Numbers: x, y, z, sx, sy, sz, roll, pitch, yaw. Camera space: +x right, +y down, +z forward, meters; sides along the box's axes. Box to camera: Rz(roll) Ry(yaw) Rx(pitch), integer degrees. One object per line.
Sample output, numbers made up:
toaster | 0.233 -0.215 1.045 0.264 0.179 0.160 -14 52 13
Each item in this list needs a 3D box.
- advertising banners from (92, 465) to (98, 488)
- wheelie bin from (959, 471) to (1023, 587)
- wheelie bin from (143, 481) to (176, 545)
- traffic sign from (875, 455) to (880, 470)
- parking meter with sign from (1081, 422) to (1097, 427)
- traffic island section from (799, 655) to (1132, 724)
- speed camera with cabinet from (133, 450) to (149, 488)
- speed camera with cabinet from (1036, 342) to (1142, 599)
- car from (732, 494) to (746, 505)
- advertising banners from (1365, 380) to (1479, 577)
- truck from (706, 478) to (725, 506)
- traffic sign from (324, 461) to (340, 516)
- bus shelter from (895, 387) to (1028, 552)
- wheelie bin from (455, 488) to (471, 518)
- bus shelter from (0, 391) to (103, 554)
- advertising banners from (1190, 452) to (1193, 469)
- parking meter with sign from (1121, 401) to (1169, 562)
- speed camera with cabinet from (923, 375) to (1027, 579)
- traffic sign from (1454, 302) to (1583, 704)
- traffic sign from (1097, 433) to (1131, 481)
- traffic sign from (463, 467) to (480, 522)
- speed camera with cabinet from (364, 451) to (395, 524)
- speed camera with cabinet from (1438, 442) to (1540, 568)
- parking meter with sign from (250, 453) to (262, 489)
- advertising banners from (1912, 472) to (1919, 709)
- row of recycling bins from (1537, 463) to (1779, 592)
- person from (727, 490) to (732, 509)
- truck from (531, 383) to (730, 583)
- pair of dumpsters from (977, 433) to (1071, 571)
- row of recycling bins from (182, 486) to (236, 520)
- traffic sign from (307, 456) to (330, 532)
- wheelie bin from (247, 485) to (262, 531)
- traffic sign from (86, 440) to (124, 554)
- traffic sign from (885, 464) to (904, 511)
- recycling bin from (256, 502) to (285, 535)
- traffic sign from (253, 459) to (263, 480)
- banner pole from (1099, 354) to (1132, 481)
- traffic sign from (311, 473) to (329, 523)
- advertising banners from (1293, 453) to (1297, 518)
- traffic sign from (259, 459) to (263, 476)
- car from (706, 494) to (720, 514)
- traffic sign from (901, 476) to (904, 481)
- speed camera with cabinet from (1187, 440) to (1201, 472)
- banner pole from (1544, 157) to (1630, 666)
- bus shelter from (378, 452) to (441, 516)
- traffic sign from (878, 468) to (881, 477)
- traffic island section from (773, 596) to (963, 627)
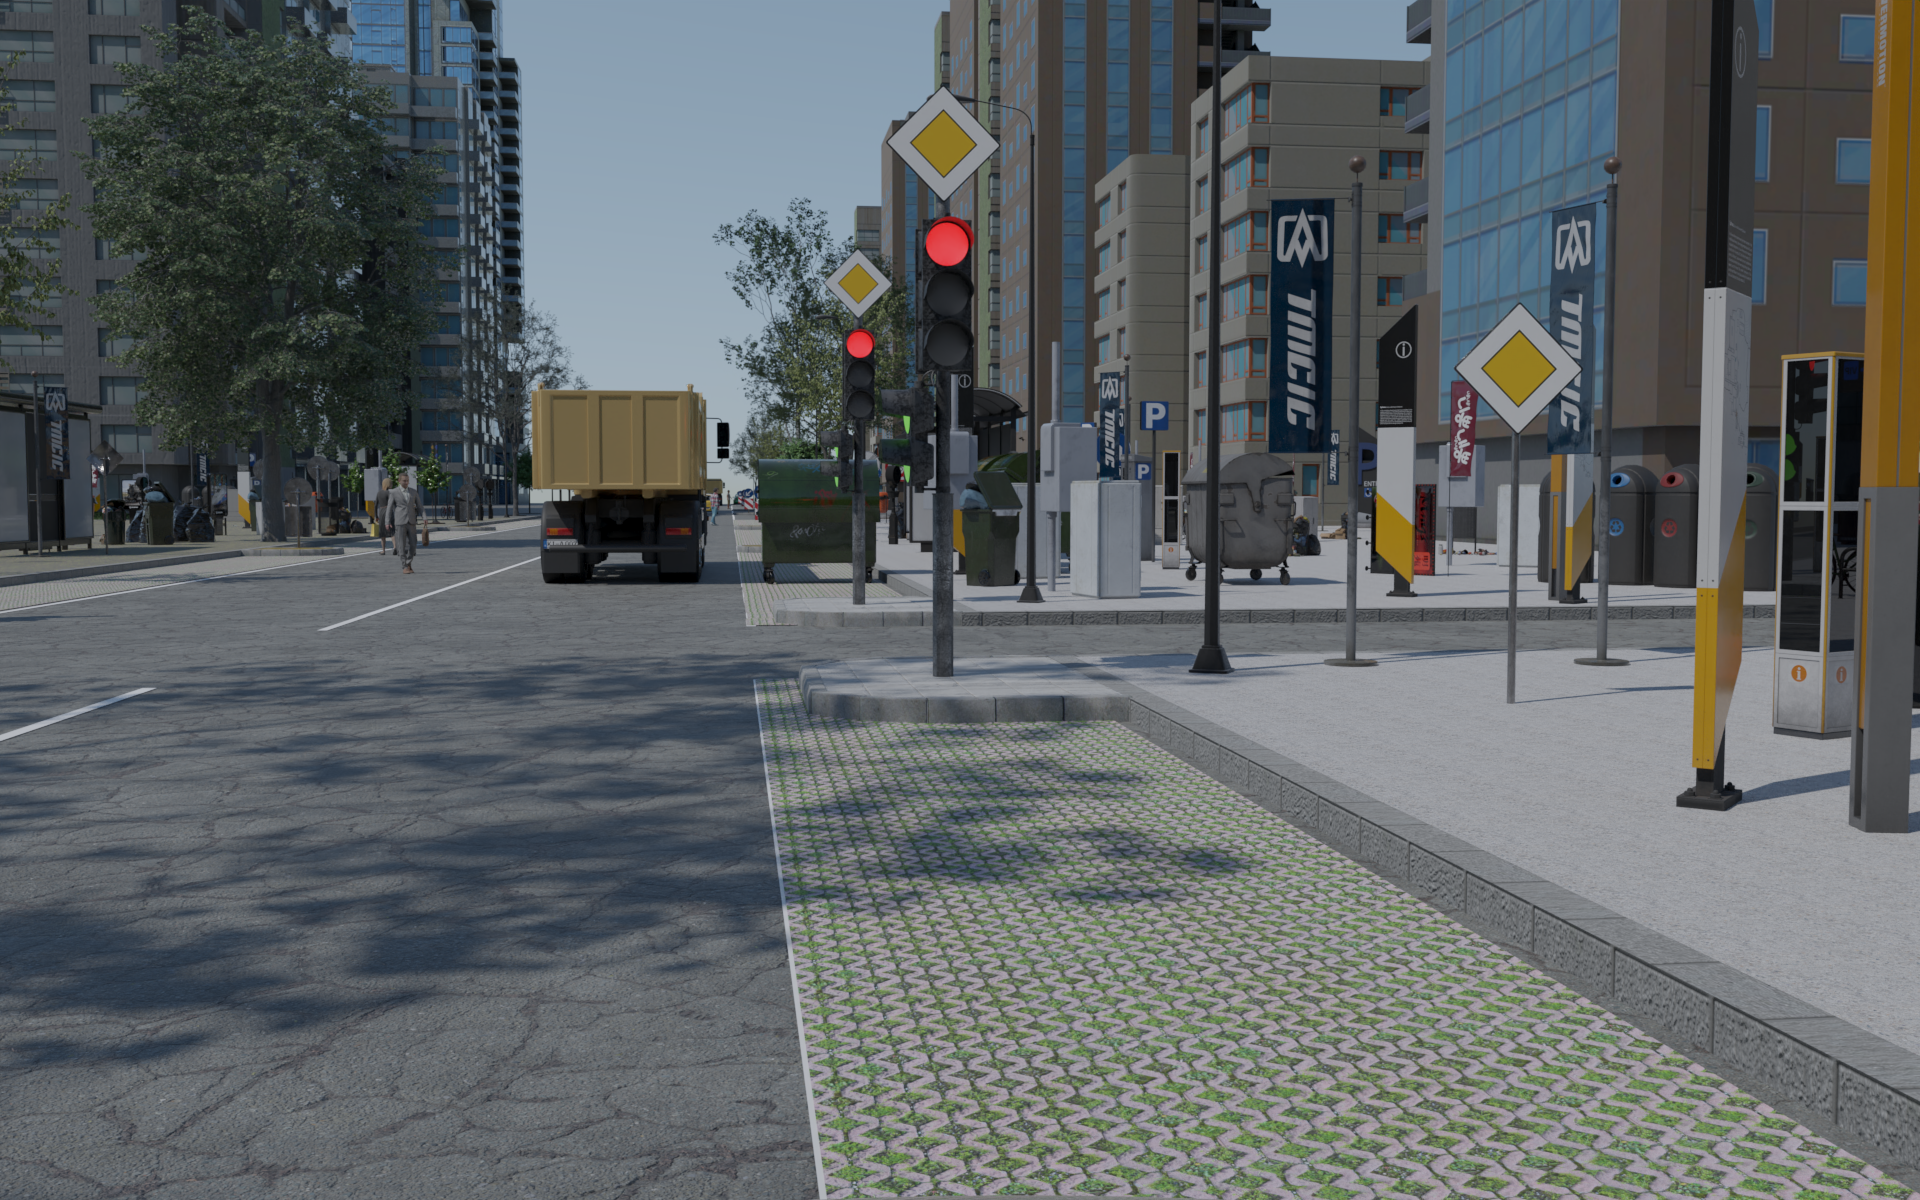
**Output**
advertising banners | -37.219 -4.716 73.287 2.074 3.025 0.090 1 4 19
wheelie bin | 0.400 -0.998 24.218 0.980 1.594 0.693 -3 5 -45
wheelie bin | -20.184 -2.185 43.637 0.693 1.594 0.980 -3 4 -36
traffic sign | -2.750 -3.135 51.364 0.768 2.556 0.104 0 4 -1
parking meter with sign | 2.460 -2.785 41.803 1.738 3.016 0.543 -3 4 -36
traffic island section | -0.097 0.616 12.205 2.009 0.180 2.903 0 4 -8
speed camera with cabinet | -36.693 -5.095 77.641 0.660 3.252 2.038 -1 4 -21
speed camera with cabinet | 1.646 -1.693 22.019 0.660 3.252 2.038 -1 4 -19
car | -27.194 -12.584 214.540 1.959 1.807 4.718 -1 4 -9
advertising banners | 7.244 -1.895 27.177 0.090 3.025 2.074 -3 5 -39
truck | -30.601 -13.298 213.353 3.469 3.379 9.791 -1 4 -9
traffic sign | -24.331 -4.083 66.857 0.768 2.556 0.104 0 4 -7
bus shelter | -0.005 -2.549 35.593 2.014 3.302 5.546 0 4 -8
wheelie bin | -24.164 -4.665 84.187 0.693 1.594 0.980 -3 4 -38
bus shelter | -20.551 -3.576 36.098 2.179 5.291 8.768 0 4 -8
advertising banners | 9.770 -4.626 71.828 0.090 3.025 2.074 0 4 -5
parking meter with sign | 3.423 -2.269 33.353 0.543 3.016 1.738 -1 4 -16
speed camera with cabinet | 0.488 -1.942 26.092 2.038 3.252 0.660 -1 4 -22
traffic sign | 3.372 -0.572 10.538 0.795 2.450 0.064 0 4 -4
traffic sign | 3.041 -2.124 34.839 0.768 2.556 0.104 0 4 -5
traffic sign | -22.577 -4.892 80.090 0.768 2.556 0.104 0 4 -4
speed camera with cabinet | -20.431 -4.111 61.558 0.660 3.252 2.038 1 4 8
speed camera with cabinet | 9.567 -2.222 30.659 2.038 3.252 0.660 2 4 34
parking meter with sign | -29.991 -4.731 73.620 0.543 3.016 1.738 -3 4 -36
advertising banners | 6.289 -0.851 10.108 2.074 3.025 0.090 1 4 15
row of recycling bins | 9.711 -1.045 24.195 1.069 1.692 3.534 -3 5 -39
person | -21.878 -9.513 164.044 0.705 1.824 1.348 1 4 11
truck | -5.939 -2.179 31.548 3.469 3.379 9.791 0 4 -7
pair of dumpsters | 1.042 -1.661 29.644 1.574 2.255 4.437 0 4 -8
row of recycling bins | -36.863 -4.848 86.371 3.534 1.692 1.069 -2 4 -27
traffic sign | -21.281 -3.508 57.457 0.768 2.556 0.104 0 4 0
wheelie bin | -24.092 -3.165 59.658 0.693 1.594 0.980 2 4 26
traffic sign | -18.188 -2.182 36.866 0.795 2.450 0.064 0 4 0
traffic sign | -2.087 -3.472 56.880 0.768 2.556 0.104 0 4 1
recycling bin | -21.637 -2.556 54.350 0.722 1.027 0.722 -2 4 -34
traffic sign | -25.368 -3.851 63.078 0.768 2.556 0.104 0 4 0
banner pole | 2.819 -2.518 31.184 0.863 3.779 0.401 3 5 45
traffic sign | -24.095 -3.975 65.099 0.768 2.556 0.104 0 4 2
advertising banners | 12.481 -4.183 64.581 0.090 3.025 2.074 1 4 15
traffic sign | -23.456 -3.594 58.871 0.768 2.556 0.104 0 4 1
car | -18.268 -6.999 124.652 2.015 1.641 3.980 0 4 -7
traffic sign | -2.653 -4.442 72.629 0.884 2.594 0.081 0 3 0
speed camera with cabinet | 9.491 -4.280 64.320 2.038 3.252 0.660 -1 4 -12
banner pole | 4.753 -1.416 13.174 0.401 3.779 0.863 -2 4 -23
bus shelter | -27.300 -5.639 86.118 2.014 3.302 5.546 0 4 -7
traffic sign | -3.700 -4.456 72.966 0.768 2.556 0.104 0 4 2
traffic island section | -1.151 0.132 20.121 2.009 0.180 2.903 0 4 -8
